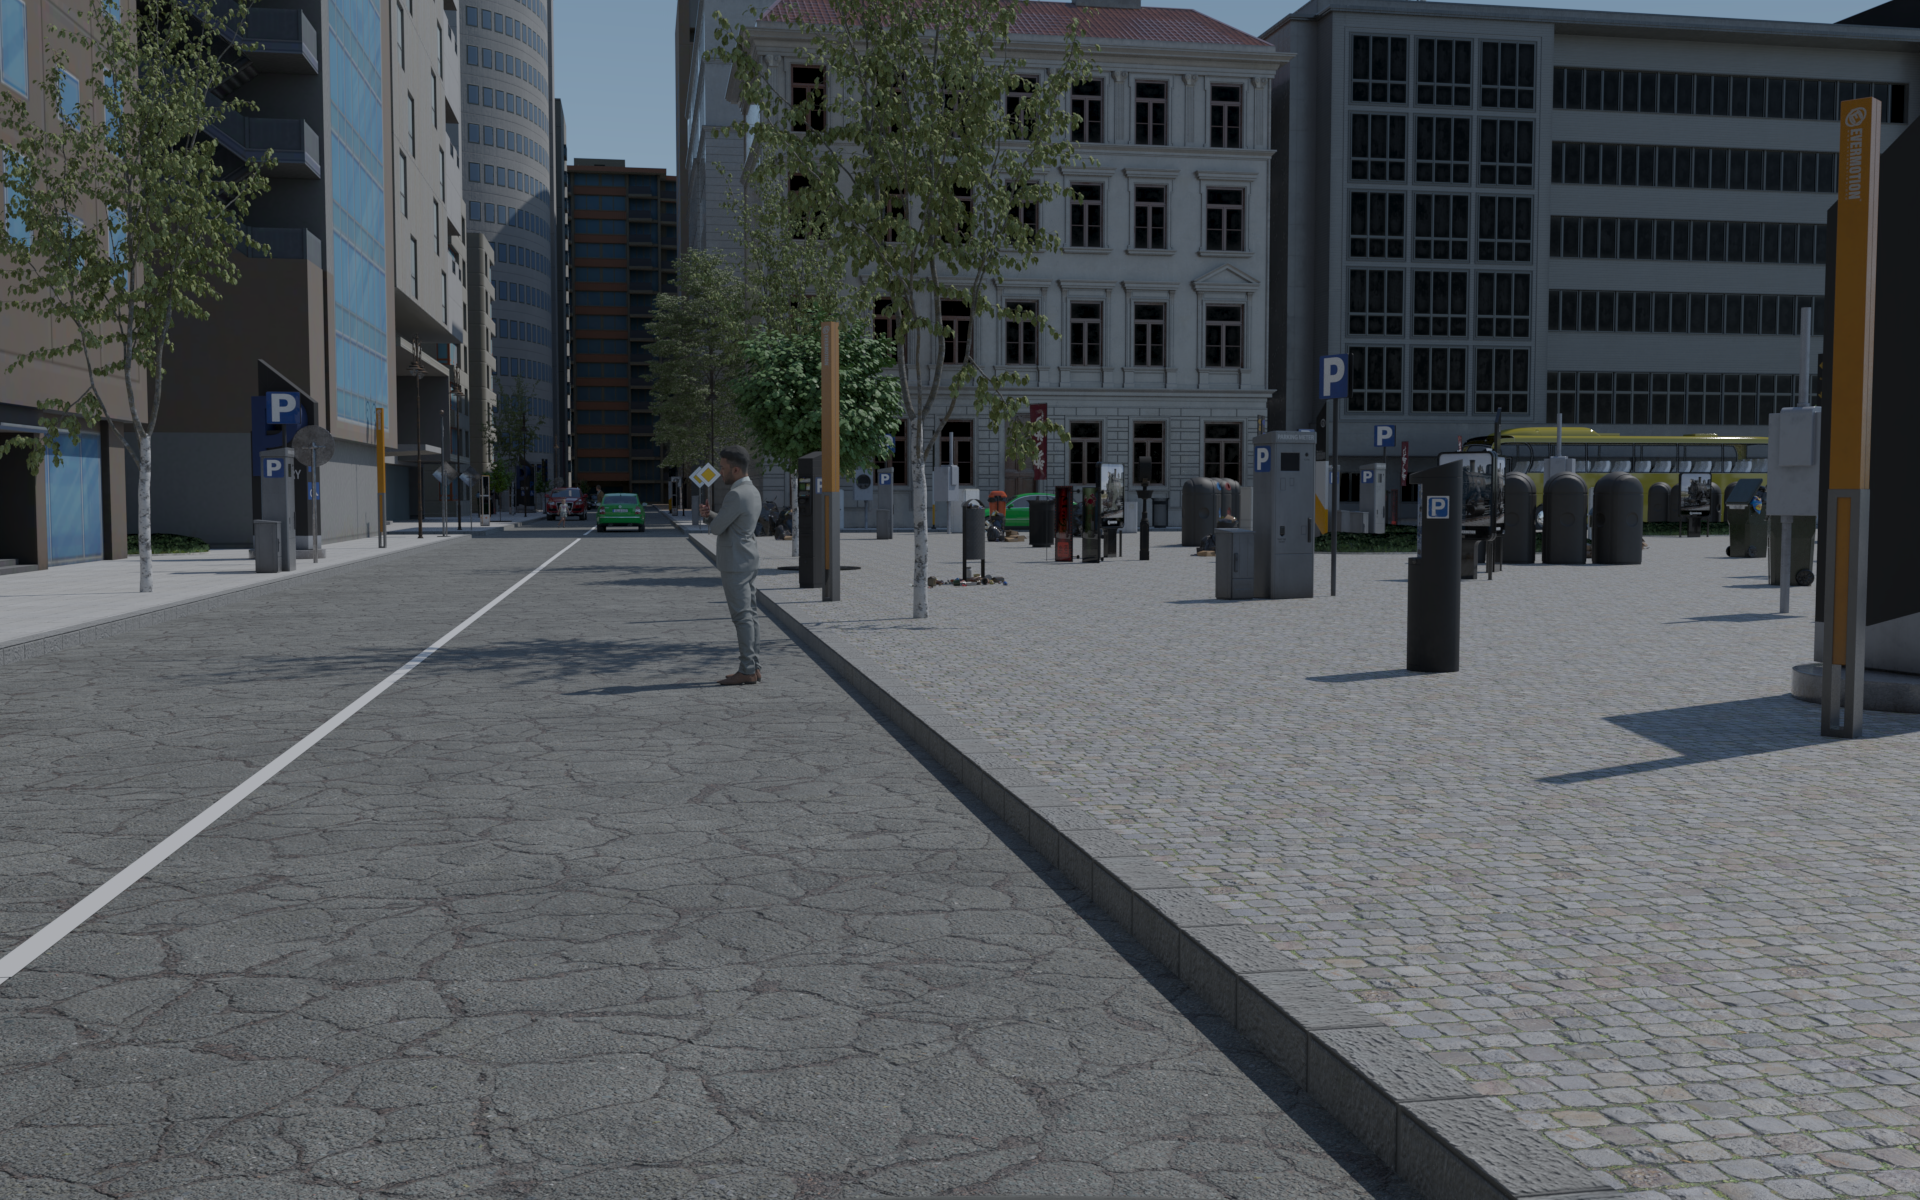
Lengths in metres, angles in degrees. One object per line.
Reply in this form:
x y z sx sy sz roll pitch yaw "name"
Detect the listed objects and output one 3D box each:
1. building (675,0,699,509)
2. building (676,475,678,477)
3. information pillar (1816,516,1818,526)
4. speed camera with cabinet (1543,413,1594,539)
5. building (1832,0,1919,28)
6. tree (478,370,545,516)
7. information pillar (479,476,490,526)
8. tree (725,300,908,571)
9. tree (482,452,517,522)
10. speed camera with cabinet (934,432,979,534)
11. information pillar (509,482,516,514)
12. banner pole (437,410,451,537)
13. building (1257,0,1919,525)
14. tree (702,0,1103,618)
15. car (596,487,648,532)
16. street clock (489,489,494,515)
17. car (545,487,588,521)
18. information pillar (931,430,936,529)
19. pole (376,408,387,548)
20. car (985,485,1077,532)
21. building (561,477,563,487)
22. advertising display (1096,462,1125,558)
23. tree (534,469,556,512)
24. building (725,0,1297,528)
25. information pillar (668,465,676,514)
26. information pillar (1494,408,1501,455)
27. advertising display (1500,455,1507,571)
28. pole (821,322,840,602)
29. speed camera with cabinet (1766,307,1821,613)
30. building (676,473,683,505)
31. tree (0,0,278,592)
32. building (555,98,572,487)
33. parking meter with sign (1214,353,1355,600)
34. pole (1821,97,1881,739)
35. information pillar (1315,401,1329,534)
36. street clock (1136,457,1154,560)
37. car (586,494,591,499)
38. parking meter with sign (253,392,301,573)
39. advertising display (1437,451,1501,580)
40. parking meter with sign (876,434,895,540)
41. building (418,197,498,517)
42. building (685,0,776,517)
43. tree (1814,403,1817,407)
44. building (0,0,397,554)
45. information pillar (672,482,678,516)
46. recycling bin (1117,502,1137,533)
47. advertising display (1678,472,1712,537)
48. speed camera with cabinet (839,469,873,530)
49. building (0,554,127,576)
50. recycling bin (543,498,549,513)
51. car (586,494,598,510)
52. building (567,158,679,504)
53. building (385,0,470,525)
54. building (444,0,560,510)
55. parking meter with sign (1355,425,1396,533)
-17.982 -30.807 153.797 14.600 45.320 14.200 -1 4 -10 "building"
-16.916 -34.063 176.544 23.786 49.044 30.456 -1 4 -10 "building"
34.876 -4.044 70.618 0.304 2.012 0.304 1 4 12 "information pillar"
15.409 -2.942 42.441 2.038 3.252 0.660 2 4 27 "speed camera with cabinet"
49.383 -15.338 80.454 15.834 23.373 12.332 -1 4 -10 "building"
-26.783 -9.361 103.416 4.737 8.622 4.395 0 3 0 "tree"
-18.977 -3.954 69.146 0.304 2.012 0.304 -3 4 -36 "information pillar"
-2.373 -2.805 29.567 4.285 4.588 4.351 0 3 0 "tree"
-21.311 -5.204 79.690 1.663 3.219 1.824 0 3 0 "tree"
-0.102 -3.785 56.221 0.660 3.252 2.038 2 4 30 "speed camera with cabinet"
-28.219 -6.400 109.138 0.304 2.012 0.304 1 4 16 "information pillar"
-15.505 -3.789 51.972 0.401 3.779 0.863 -1 4 -12 "banner pole"
26.703 -15.768 76.878 30.058 24.678 14.314 -1 4 -10 "building"
-0.434 -4.103 17.440 4.737 8.622 4.395 0 3 0 "tree"
-12.969 -3.520 66.354 1.959 1.807 4.718 -1 4 -10 "car"
-29.214 -6.321 107.921 0.358 2.002 0.471 -3 5 -41 "street clock"
-21.539 -5.276 94.942 2.281 1.827 5.304 -1 4 -10 "car"
-0.963 -4.411 63.482 0.183 3.616 0.504 0 3 0 "information pillar"
-13.709 -2.885 41.021 0.158 3.312 0.155 0 3 0 "pole"
2.285 -3.139 60.124 4.718 1.807 1.959 -1 4 -9 "car"
-56.183 -29.313 171.147 32.217 40.220 23.993 -1 4 -10 "building"
3.033 -1.820 34.971 0.123 1.923 0.974 2 4 35 "advertising display"
-30.035 -7.903 123.821 1.663 3.219 1.824 0 3 0 "tree"
1.433 -14.323 70.344 21.152 22.565 11.583 -1 4 -10 "building"
-18.877 -7.471 113.501 0.504 3.616 0.183 -1 4 -13 "information pillar"
14.565 -3.402 46.983 0.183 3.616 0.504 2 4 28 "information pillar"
8.786 -1.421 28.442 0.123 1.923 0.974 2 4 30 "advertising display"
-1.543 -1.639 20.647 0.158 3.312 0.155 0 3 0 "pole"
9.527 -1.449 18.020 0.660 3.252 2.038 -3 4 -36 "speed camera with cabinet"
-23.263 -46.628 200.614 20.563 71.187 20.611 -1 4 -10 "building"
-10.794 -4.416 22.567 4.737 8.622 4.395 0 3 0 "tree"
-55.308 -34.959 195.285 21.600 48.544 21.300 -1 4 -10 "building"
3.968 -1.533 21.334 1.738 3.016 0.543 -2 4 -28 "parking meter with sign"
4.671 -0.932 9.079 0.158 3.312 0.155 0 3 0 "pole"
9.151 -3.204 43.743 0.183 3.616 0.504 -1 4 -20 "information pillar"
3.573 -1.770 33.511 0.358 2.002 0.471 0 4 3 "street clock"
-35.113 -9.504 167.186 2.131 1.459 4.920 -1 4 -10 "car"
-11.368 -1.990 28.790 0.543 3.016 1.738 -1 4 -11 "parking meter with sign"
7.623 -1.277 26.090 0.123 1.923 0.974 -3 5 -41 "advertising display"
-2.151 -3.253 49.451 0.543 3.016 1.738 0 4 0 "parking meter with sign"
-44.124 -16.022 106.995 27.650 21.520 28.899 -1 4 -10 "building"
-10.192 -19.896 102.796 11.434 29.767 29.804 -1 4 -10 "building"
24.647 -3.868 46.954 4.285 4.588 4.351 0 3 0 "tree"
-23.381 -24.157 45.075 14.200 45.320 14.600 -1 4 -10 "building"
-16.670 -5.916 101.226 0.304 2.012 0.304 0 4 3 "information pillar"
5.453 -2.709 56.846 0.722 1.027 0.722 0 4 6 "recycling bin"
21.826 -2.829 51.461 0.974 1.923 0.123 0 4 -5 "advertising display"
-4.212 -4.186 62.782 2.038 3.252 0.660 -1 4 -11 "speed camera with cabinet"
-21.812 -22.951 25.366 14.600 45.320 14.200 -1 4 -10 "building"
-28.346 -6.544 119.545 0.722 1.027 0.722 0 4 6 "recycling bin"
-32.383 -8.840 154.327 2.009 1.686 4.222 -1 4 -9 "car"
-47.974 -35.114 228.744 28.867 44.769 22.147 -1 4 -10 "building"
-35.586 -29.458 70.876 28.713 52.752 27.495 -1 4 -10 "building"
-45.471 -36.939 145.947 21.231 58.520 28.212 -1 4 -10 "building"
10.243 -2.866 43.113 0.543 3.016 1.738 3 4 36 "parking meter with sign"
